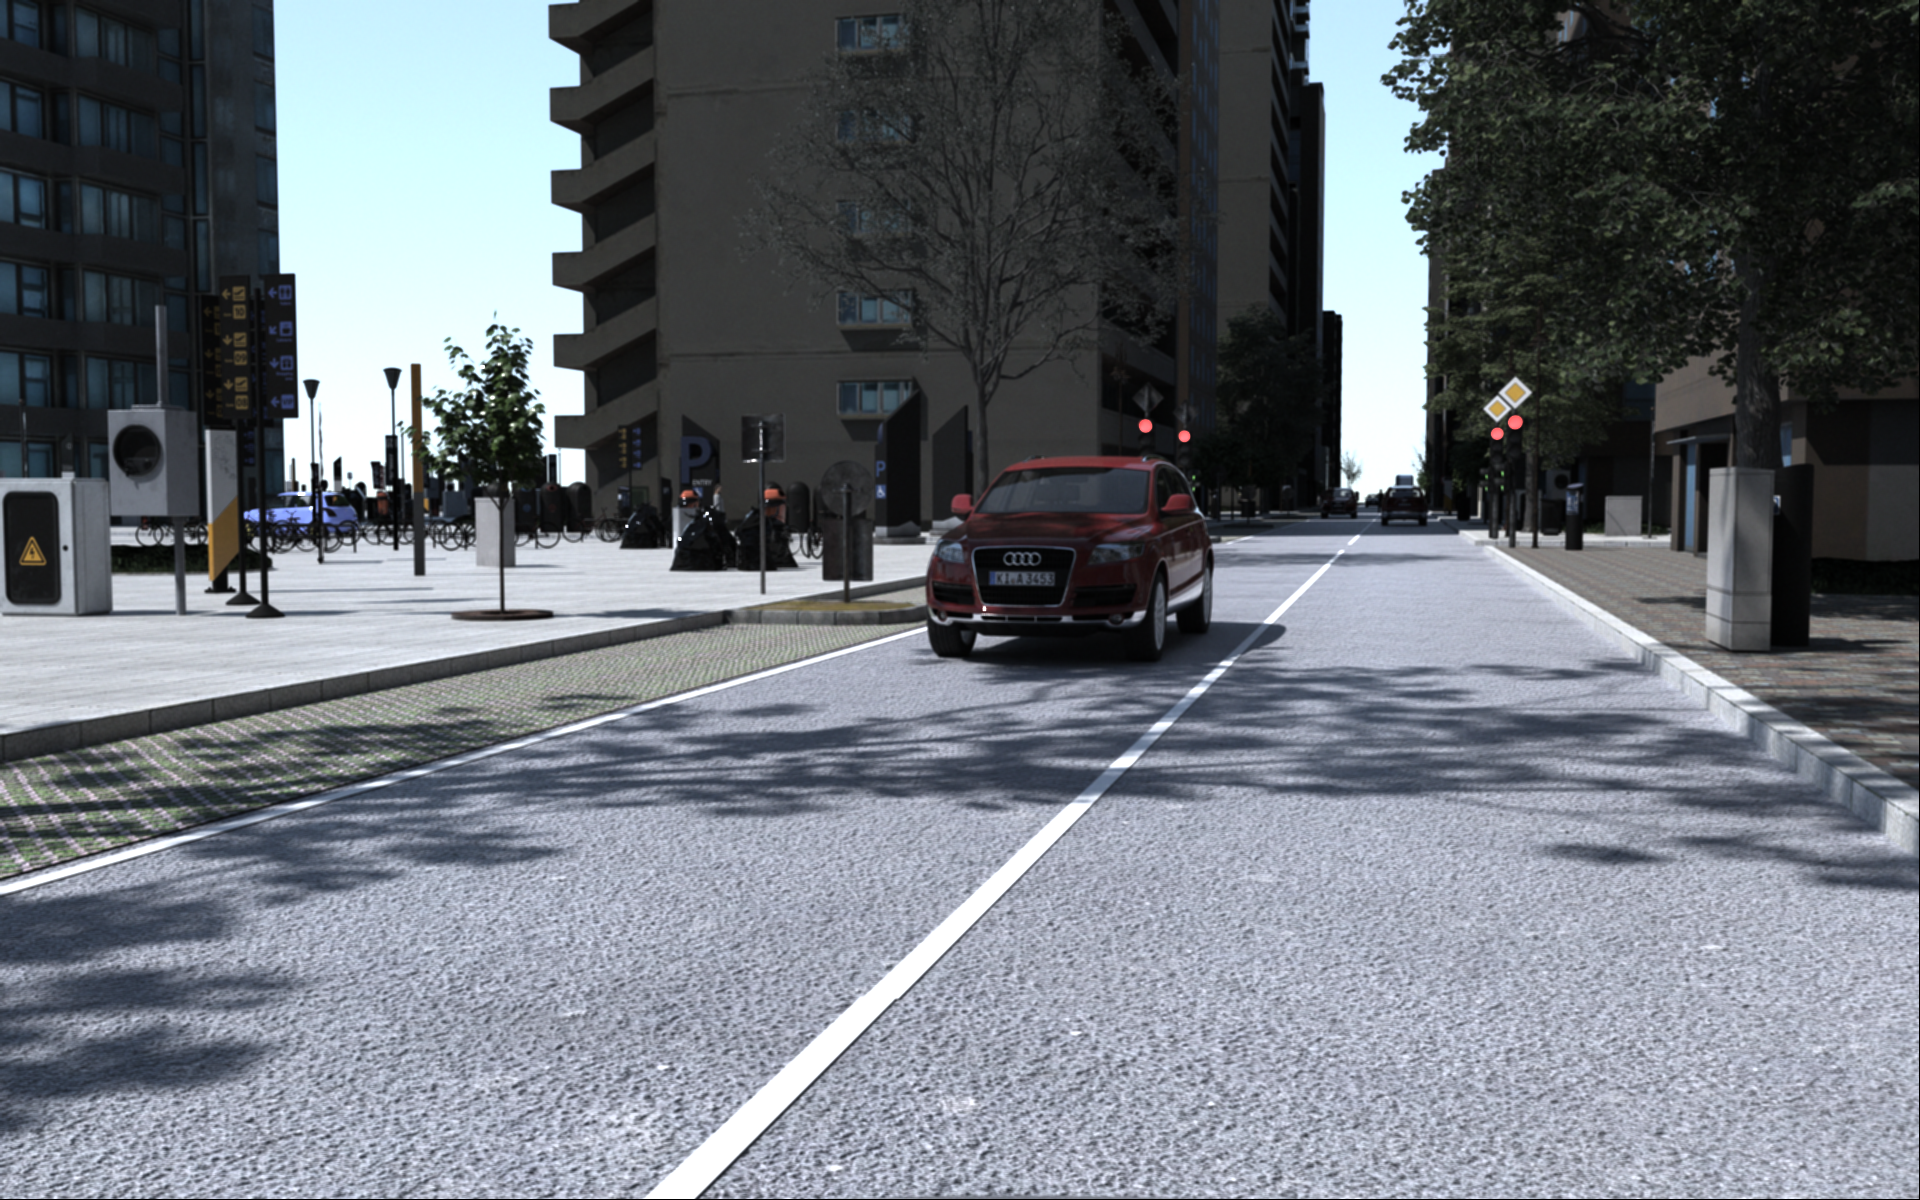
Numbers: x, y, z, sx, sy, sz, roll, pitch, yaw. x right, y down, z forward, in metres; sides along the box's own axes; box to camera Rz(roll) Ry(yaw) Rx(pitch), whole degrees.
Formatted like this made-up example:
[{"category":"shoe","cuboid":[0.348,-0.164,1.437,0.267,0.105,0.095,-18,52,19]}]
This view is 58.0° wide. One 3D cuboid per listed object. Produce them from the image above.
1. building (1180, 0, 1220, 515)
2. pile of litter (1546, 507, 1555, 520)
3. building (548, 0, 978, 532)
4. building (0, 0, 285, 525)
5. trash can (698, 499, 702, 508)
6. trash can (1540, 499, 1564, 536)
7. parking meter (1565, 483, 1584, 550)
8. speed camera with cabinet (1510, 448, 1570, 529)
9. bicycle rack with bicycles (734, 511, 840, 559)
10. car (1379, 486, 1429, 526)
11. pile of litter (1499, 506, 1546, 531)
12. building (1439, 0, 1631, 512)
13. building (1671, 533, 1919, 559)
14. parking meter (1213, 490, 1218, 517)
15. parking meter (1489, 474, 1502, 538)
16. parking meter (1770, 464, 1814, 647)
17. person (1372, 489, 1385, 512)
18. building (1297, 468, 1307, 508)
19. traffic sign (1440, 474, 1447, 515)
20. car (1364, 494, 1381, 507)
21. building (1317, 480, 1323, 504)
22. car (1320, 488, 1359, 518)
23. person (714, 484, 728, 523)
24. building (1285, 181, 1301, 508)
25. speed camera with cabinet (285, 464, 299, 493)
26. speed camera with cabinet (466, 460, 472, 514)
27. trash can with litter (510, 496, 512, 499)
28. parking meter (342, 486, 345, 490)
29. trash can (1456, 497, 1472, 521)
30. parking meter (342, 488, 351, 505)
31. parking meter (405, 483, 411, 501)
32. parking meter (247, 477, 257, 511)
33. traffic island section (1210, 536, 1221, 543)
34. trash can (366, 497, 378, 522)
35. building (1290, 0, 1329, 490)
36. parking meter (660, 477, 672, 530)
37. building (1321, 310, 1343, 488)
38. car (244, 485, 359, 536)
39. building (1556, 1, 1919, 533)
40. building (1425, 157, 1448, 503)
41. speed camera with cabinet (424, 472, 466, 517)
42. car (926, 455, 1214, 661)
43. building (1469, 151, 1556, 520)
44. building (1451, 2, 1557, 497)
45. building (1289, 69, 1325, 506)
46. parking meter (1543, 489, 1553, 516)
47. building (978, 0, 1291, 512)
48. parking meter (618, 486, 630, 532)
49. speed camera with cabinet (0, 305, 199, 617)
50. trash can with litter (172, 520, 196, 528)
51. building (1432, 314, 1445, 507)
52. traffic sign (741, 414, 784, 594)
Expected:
[{"category":"building","cuboid":[7.171,-27.480,99.414,14.600,45.320,14.200,1,4,14]},{"category":"pile of litter","cuboid":[22.004,-3.172,65.825,1.719,0.858,1.176,1,4,10]},{"category":"building","cuboid":[-3.259,-27.176,68.023,21.300,48.544,21.600,1,4,14]},{"category":"building","cuboid":[-47.847,-27.951,76.606,30.456,49.044,23.786,1,4,14]},{"category":"trash can","cuboid":[-8.649,-2.702,55.830,0.748,1.137,0.748,0,3,0]},{"category":"trash can","cuboid":[18.271,-2.560,53.517,0.748,1.137,0.748,0,3,0]},{"category":"parking meter","cuboid":[14.036,-1.905,39.553,0.372,1.533,0.369,0,3,0]},{"category":"speed camera with cabinet","cuboid":[21.225,-4.222,63.361,2.038,3.252,0.660,0,4,-7]},{"category":"bicycle rack with bicycles","cuboid":[-3.214,-1.372,35.818,2.852,0.926,2.925,2,4,28]},{"category":"car","cuboid":[20.570,-4.378,80.256,2.281,1.827,5.304,1,4,14]},{"category":"pile of litter","cuboid":[19.589,-2.873,60.944,1.176,0.858,1.719,0,4,-5]},{"category":"building","cuboid":[51.247,-30.976,156.569,14.600,45.320,14.200,1,4,14]},{"category":"building","cuboid":[20.934,-23.241,30.103,14.600,45.320,14.200,1,4,14]},{"category":"parking meter","cuboid":[13.664,-5.119,92.108,0.372,1.533,0.369,0,3,0]},{"category":"parking meter","cuboid":[15.537,-2.731,50.371,0.255,1.863,0.399,1,4,15]},{"category":"parking meter","cuboid":[7.010,-0.383,14.679,0.372,1.533,0.369,0,3,0]},{"category":"person","cuboid":[32.756,-7.726,134.839,1.348,1.822,0.705,1,4,16]},{"category":"building","cuboid":[24.024,-44.828,171.193,20.563,71.187,20.611,1,4,14]},{"category":"traffic sign","cuboid":[30.305,-6.597,107.970,0.768,2.556,0.104,1,4,16]},{"category":"car","cuboid":[44.727,-10.854,187.244,2.009,1.686,4.222,1,4,14]},{"category":"building","cuboid":[30.348,-32.486,223.025,32.217,40.220,23.993,1,4,14]},{"category":"car","cuboid":[22.702,-5.806,103.603,2.281,1.827,5.304,1,4,14]},{"category":"person","cuboid":[-7.086,-2.532,50.655,0.466,1.731,0.760,3,5,39]},{"category":"building","cuboid":[22.770,-23.436,154.876,14.160,30.474,14.107,1,4,14]},{"category":"speed camera with cabinet","cuboid":[-43.486,-7.347,114.451,2.038,3.252,0.660,1,4,10]},{"category":"speed camera with cabinet","cuboid":[-28.211,-6.356,98.258,0.660,3.252,2.038,-3,4,-36]},{"category":"trash can with litter","cuboid":[-29.514,-6.251,113.259,2.233,1.210,1.678,-1,4,-9]},{"category":"parking meter","cuboid":[-45.988,-7.536,128.932,0.399,1.863,0.255,-3,4,-36]},{"category":"trash can","cuboid":[24.154,-4.366,83.038,0.748,1.137,0.748,0,3,0]},{"category":"parking meter","cuboid":[-27.478,-4.228,77.542,0.372,1.533,0.369,0,3,0]},{"category":"parking meter","cuboid":[-29.061,-5.213,90.951,0.399,1.863,0.255,-2,4,-25]},{"category":"parking meter","cuboid":[-24.662,-3.343,60.364,0.255,1.863,0.399,-1,4,-16]},{"category":"traffic island section","cuboid":[6.650,-1.781,51.392,2.009,0.180,2.903,1,4,14]},{"category":"trash can","cuboid":[-27.328,-4.225,80.732,0.748,1.137,0.748,0,3,0]},{"category":"building","cuboid":[41.921,-57.145,246.992,22.319,86.520,31.000,1,4,14]},{"category":"parking meter","cuboid":[-9.962,-3.243,58.734,0.399,1.863,0.255,-1,4,-16]},{"category":"building","cuboid":[51.950,-30.439,269.385,14.160,30.474,14.107,1,4,14]},{"category":"car","cuboid":[-20.455,-2.674,53.309,3.694,1.707,1.945,1,4,13]},{"category":"building","cuboid":[31.441,-25.575,68.265,14.600,45.320,14.200,1,4,14]},{"category":"building","cuboid":[76.618,-37.846,242.476,21.300,48.544,21.600,1,4,14]},{"category":"speed camera with cabinet","cuboid":[-28.484,-6.185,95.455,2.038,3.252,0.660,-3,4,-37]},{"category":"car","cuboid":[1.201,-0.491,16.696,2.281,1.827,5.304,1,4,15]},{"category":"building","cuboid":[43.189,-15.376,96.442,27.650,21.520,28.899,1,4,14]},{"category":"building","cuboid":[50.107,-29.349,134.475,22.147,44.769,28.867,1,4,14]},{"category":"building","cuboid":[32.045,-32.894,187.931,14.600,45.320,14.200,1,4,14]},{"category":"parking meter","cuboid":[23.643,-3.745,69.634,0.372,1.533,0.369,0,3,0]},{"category":"building","cuboid":[14.572,-31.420,137.424,21.300,48.544,21.600,1,4,14]},{"category":"parking meter","cuboid":[-10.861,-2.911,56.009,0.372,1.533,0.369,0,3,0]},{"category":"speed camera with cabinet","cuboid":[-9.103,-1.461,18.227,2.038,3.252,0.660,1,4,11]},{"category":"trash can with litter","cuboid":[-29.286,-3.290,65.180,0.624,1.170,1.055,1,4,19]},{"category":"building","cuboid":[63.086,-20.325,177.346,27.650,21.520,28.899,1,4,14]},{"category":"traffic sign","cuboid":[-2.521,-1.223,22.126,0.606,2.300,0.079,1,4,20]}]
